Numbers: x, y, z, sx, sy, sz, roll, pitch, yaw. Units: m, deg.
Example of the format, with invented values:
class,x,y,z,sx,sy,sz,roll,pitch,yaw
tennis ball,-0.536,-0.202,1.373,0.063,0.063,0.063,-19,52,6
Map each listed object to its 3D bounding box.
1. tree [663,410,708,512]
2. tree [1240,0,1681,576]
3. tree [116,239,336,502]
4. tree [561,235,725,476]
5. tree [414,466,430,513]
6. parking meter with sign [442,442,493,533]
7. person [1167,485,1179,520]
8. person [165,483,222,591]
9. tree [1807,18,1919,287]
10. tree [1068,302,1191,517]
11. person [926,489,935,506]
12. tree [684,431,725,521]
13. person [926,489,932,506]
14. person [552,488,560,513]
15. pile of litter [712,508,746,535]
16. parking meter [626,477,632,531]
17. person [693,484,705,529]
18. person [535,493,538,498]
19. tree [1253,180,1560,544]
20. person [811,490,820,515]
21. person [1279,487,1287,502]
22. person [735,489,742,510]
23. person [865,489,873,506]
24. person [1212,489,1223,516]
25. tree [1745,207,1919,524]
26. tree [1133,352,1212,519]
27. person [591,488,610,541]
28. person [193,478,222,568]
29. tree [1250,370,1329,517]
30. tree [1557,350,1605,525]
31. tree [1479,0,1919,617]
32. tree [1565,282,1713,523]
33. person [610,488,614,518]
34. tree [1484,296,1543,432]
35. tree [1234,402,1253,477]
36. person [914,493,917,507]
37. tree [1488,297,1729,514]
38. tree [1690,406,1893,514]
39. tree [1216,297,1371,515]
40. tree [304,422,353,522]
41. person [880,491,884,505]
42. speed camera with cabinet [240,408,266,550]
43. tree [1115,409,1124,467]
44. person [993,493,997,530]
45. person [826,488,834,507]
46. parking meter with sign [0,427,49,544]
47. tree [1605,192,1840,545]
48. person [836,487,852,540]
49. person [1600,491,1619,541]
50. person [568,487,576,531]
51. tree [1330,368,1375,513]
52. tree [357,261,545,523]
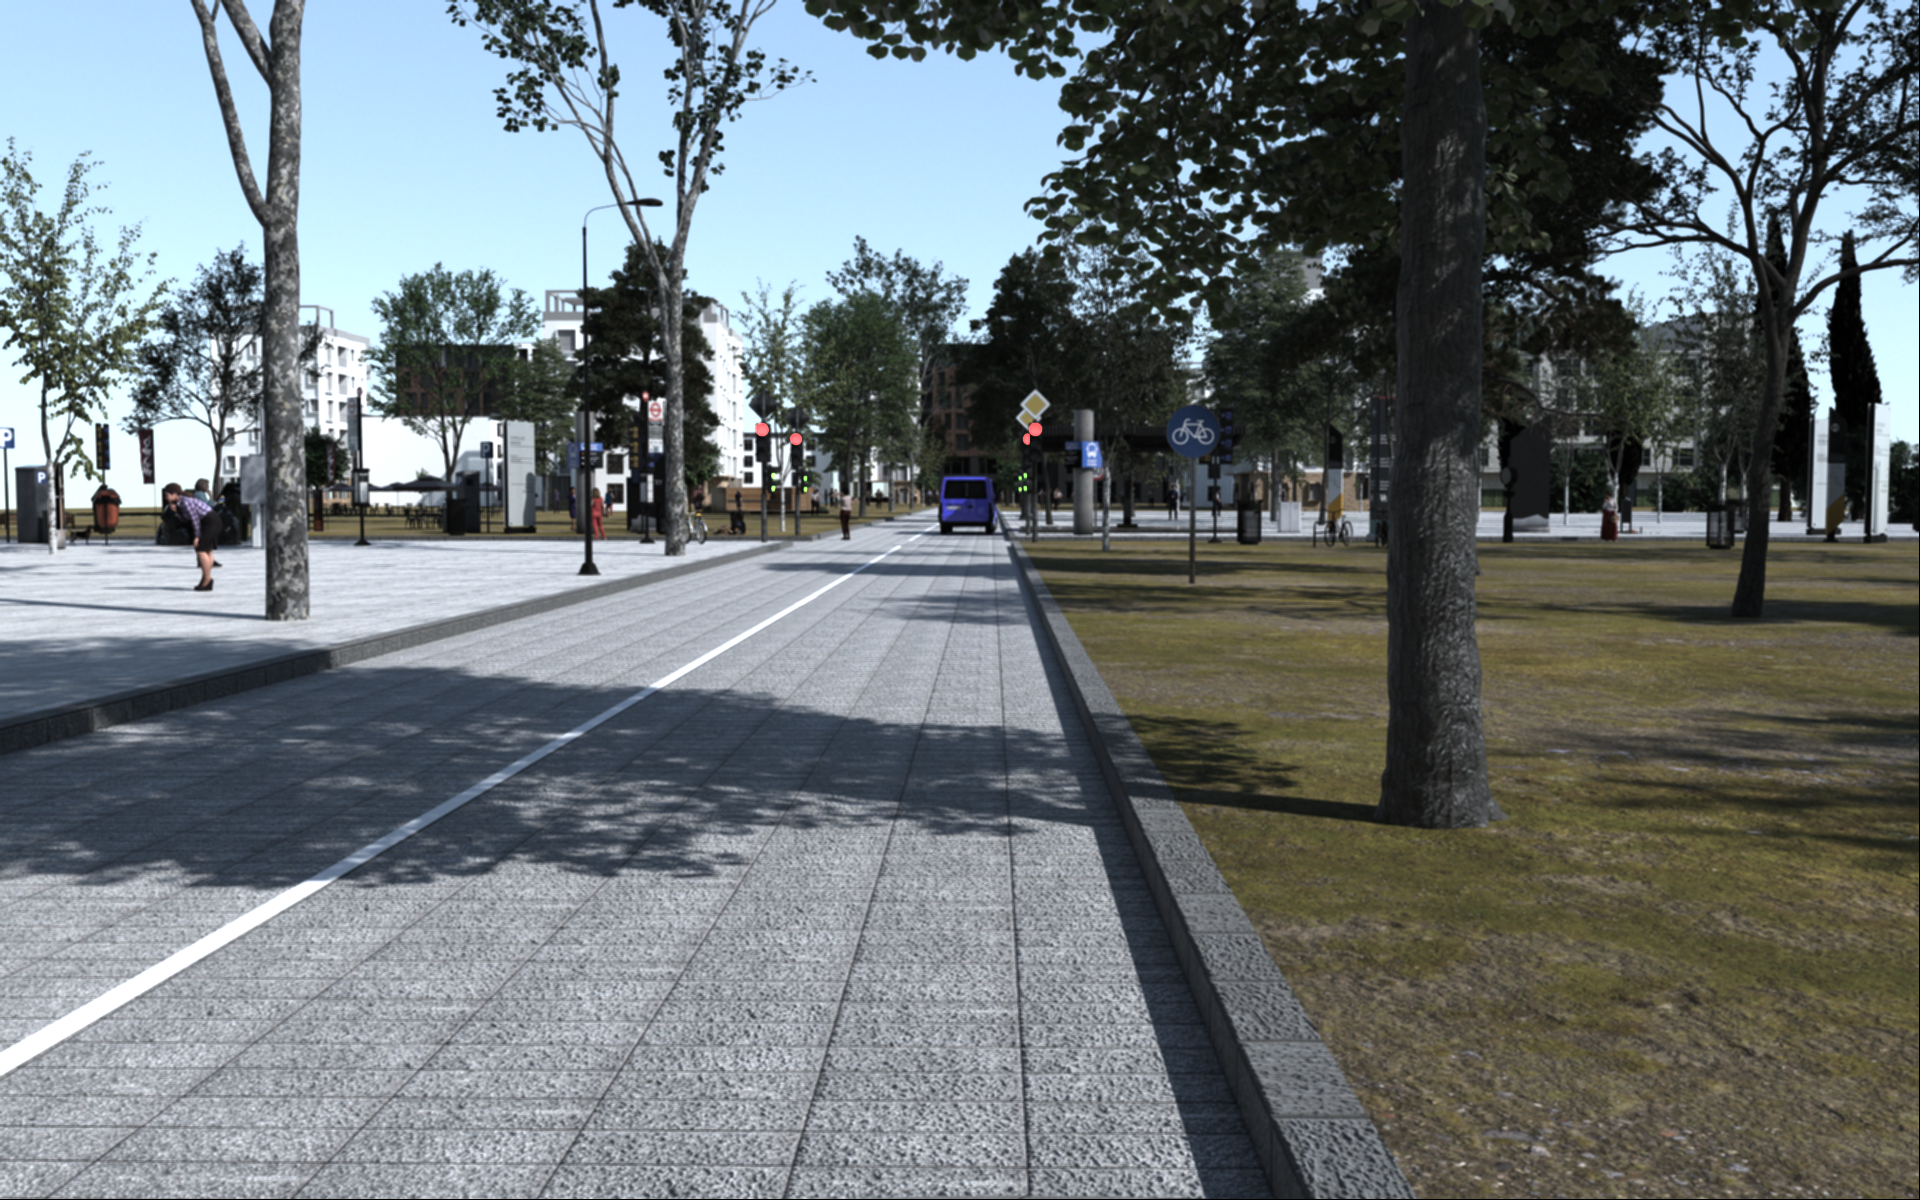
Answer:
class,x,y,z,sx,sy,sz,roll,pitch,yaw
tree,-19.540,-10.467,121.505,4.360,8.622,3.978,0,3,0
tree,7.888,-6.426,27.113,6.751,12.117,7.091,0,3,0
tree,-27.025,-7.874,63.156,7.601,10.594,8.767,0,4,5
tree,-13.323,-9.203,72.528,6.751,12.117,7.091,0,3,0
tree,-37.072,-7.619,119.175,1.663,3.219,1.824,0,3,0
parking meter with sign,-16.251,-3.723,57.124,0.543,3.016,1.738,3,4,36
person,10.652,-4.892,86.731,0.576,1.737,0.504,0,4,3
person,-10.106,-0.831,22.866,0.697,1.427,0.421,-2,4,-35
tree,21.616,-7.463,32.391,12.009,13.543,11.850,0,3,0
tree,9.539,-10.730,97.485,6.751,12.117,7.091,0,3,0
person,-3.308,-11.277,190.387,1.348,1.831,0.705,-3,5,-40
tree,-13.178,-6.126,83.879,4.285,4.588,4.351,0,3,0
person,-3.363,-10.998,185.724,0.709,1.838,0.599,1,4,22
person,-26.959,-6.651,115.709,0.541,1.710,0.530,-2,4,-24
pile of litter,-7.322,-2.504,54.906,1.176,0.858,1.719,1,4,12
parking meter,-11.410,-3.345,60.394,0.255,1.863,0.399,2,4,30
person,-9.428,-3.372,62.641,0.415,1.643,0.593,-1,4,-14
person,-29.543,-6.848,119.879,0.662,1.594,0.647,0,4,4
tree,8.979,-5.170,34.887,4.360,8.622,3.978,0,3,0
person,-8.804,-5.953,105.590,0.614,1.554,0.590,-1,4,-22
person,21.926,-6.825,118.156,0.750,1.759,0.617,1,4,18
person,-12.789,-5.581,99.506,0.471,1.553,0.569,-1,4,-13
person,-10.000,-11.037,186.511,1.348,1.823,0.705,2,4,24
person,14.867,-5.617,100.087,0.590,1.554,0.614,2,4,29
tree,44.068,-11.007,81.785,13.155,14.587,18.604,2,4,25
tree,11.204,-8.543,90.033,4.737,8.622,4.395,0,3,0
person,-10.741,-2.510,51.251,0.593,1.614,0.444,-1,4,-14
person,-13.115,-1.332,30.039,0.429,1.552,0.499,0,4,-2
tree,16.372,-8.491,89.198,4.737,8.622,4.395,0,3,0
tree,24.995,-7.433,71.899,4.360,8.622,3.978,0,3,0
tree,8.431,-5.086,17.562,8.767,10.594,7.601,-2,4,-34
tree,23.319,-6.783,61.264,4.737,8.622,4.395,0,3,0
person,-19.094,-5.285,94.163,0.444,1.614,0.593,-2,4,-31
tree,24.864,-9.755,85.243,9.928,11.665,9.643,0,3,0
tree,21.608,-10.759,126.264,4.360,8.622,3.978,0,3,0
person,-4.393,-9.858,170.406,0.628,1.438,0.799,-1,4,-20
tree,44.877,-13.385,120.659,18.604,14.587,13.155,-3,4,-36
tree,48.211,-8.438,100.868,11.467,7.101,20.602,1,4,19
tree,20.911,-12.103,108.258,12.009,13.543,11.850,0,3,0
tree,-29.539,-5.847,79.318,4.285,4.588,4.351,0,3,0
person,-9.203,-12.078,204.981,0.593,1.643,0.415,0,4,7
speed camera with cabinet,-16.438,-2.840,40.762,0.660,3.252,2.038,-1,4,-11
tree,11.874,-10.257,118.071,4.737,8.622,4.395,0,3,0
person,1.222,-3.709,69.851,0.576,1.737,0.504,3,5,42
person,-12.349,-9.848,166.681,1.348,1.869,0.705,3,4,37
parking meter with sign,-24.214,-2.991,45.158,1.738,3.016,0.543,1,4,18
tree,19.199,-5.667,43.010,4.360,8.622,3.978,0,3,0
person,-3.638,-2.707,54.222,0.517,1.644,0.566,0,4,4
person,19.332,-2.480,51.508,0.523,1.526,0.387,3,4,38
person,-13.377,-3.173,60.290,0.546,1.535,0.453,2,4,25
tree,20.457,-8.947,96.654,4.737,8.622,4.395,0,3,0
tree,-22.413,-9.202,76.216,9.928,11.665,9.643,0,3,0
